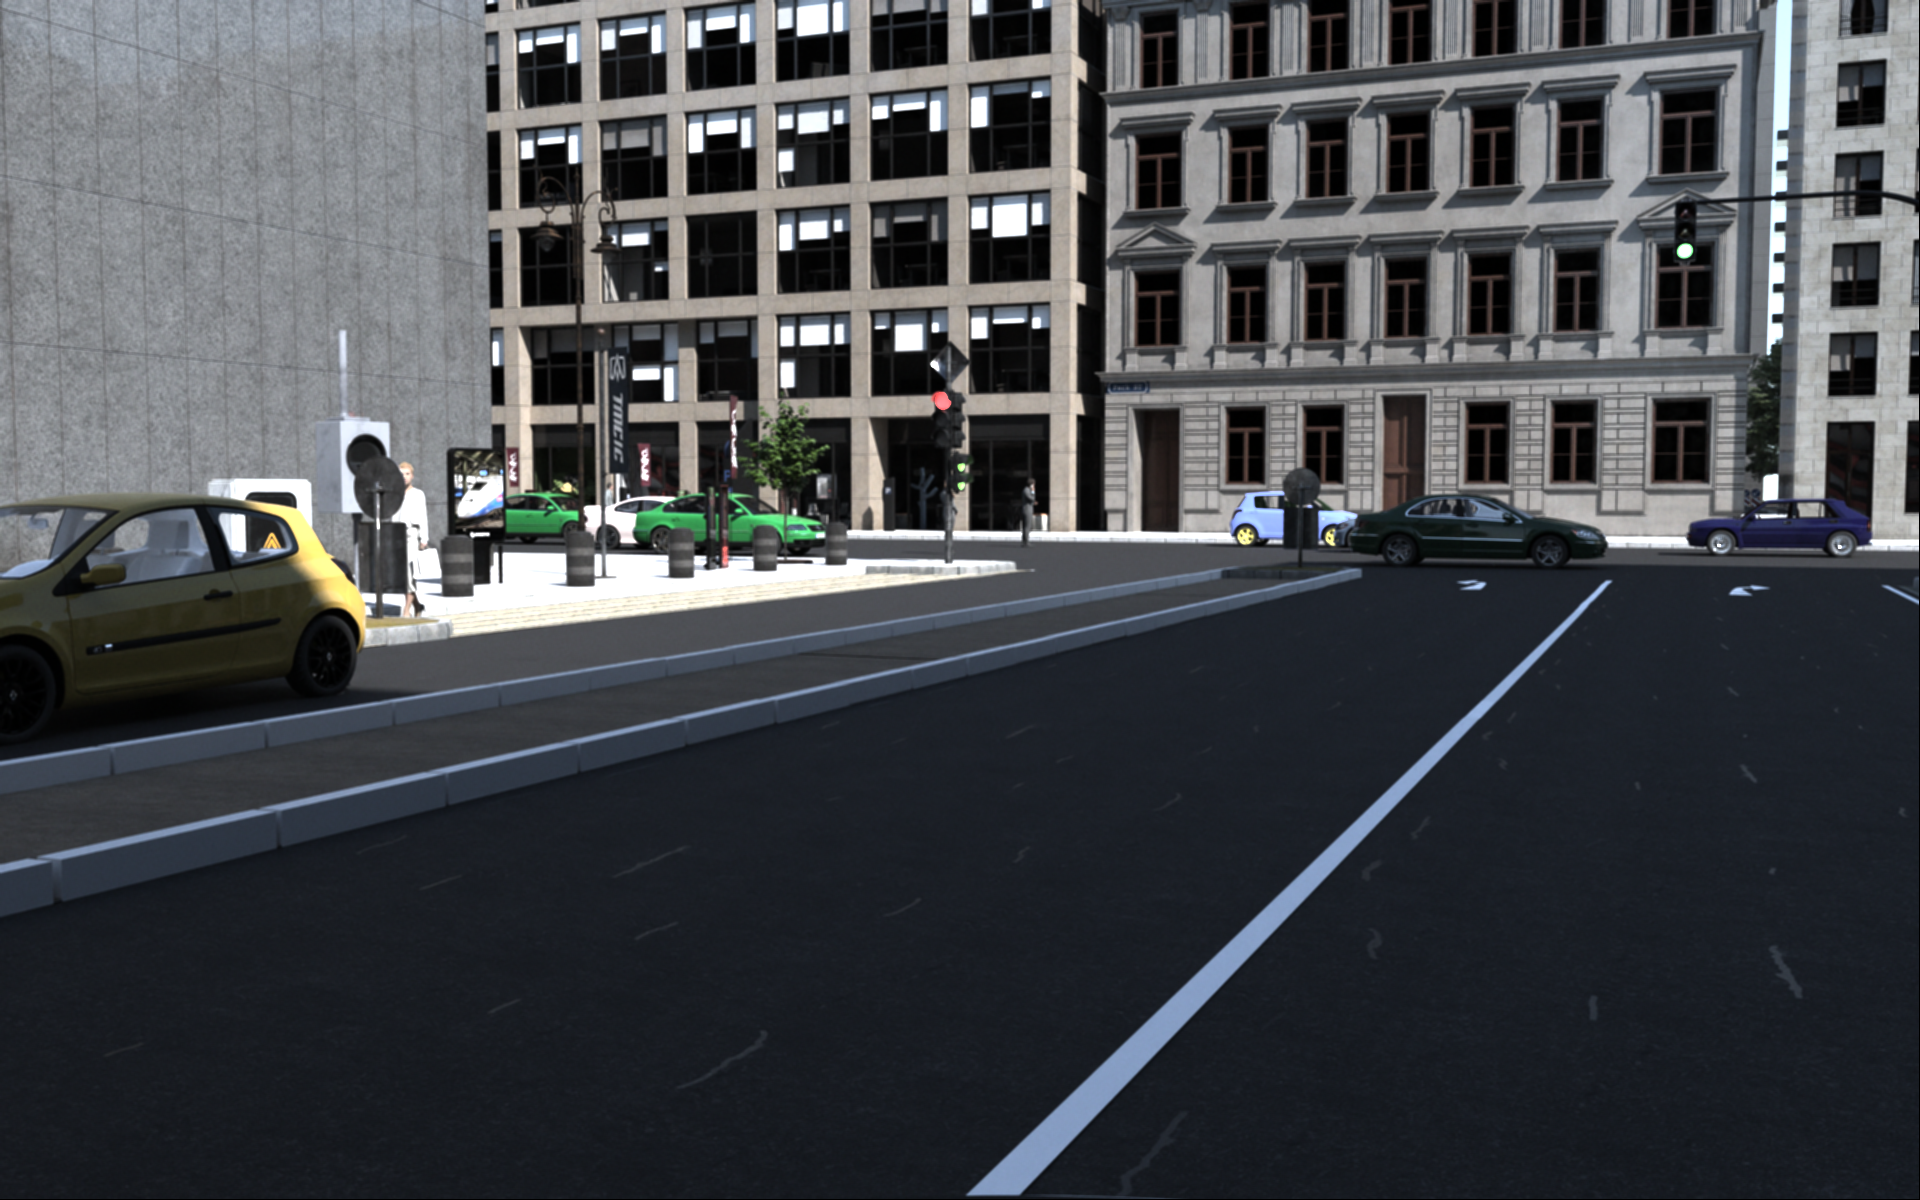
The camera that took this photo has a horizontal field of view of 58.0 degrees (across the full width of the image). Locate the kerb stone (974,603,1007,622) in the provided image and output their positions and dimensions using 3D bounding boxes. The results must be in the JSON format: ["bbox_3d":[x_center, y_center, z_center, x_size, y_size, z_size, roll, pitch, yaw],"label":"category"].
[{"bbox_3d":[0.271,0.155,19.661,0.120,0.150,1.000,1,4,23],"label":"kerb stone"}]

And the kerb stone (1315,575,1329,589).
[{"bbox_3d":[5.436,-0.257,26.427,0.120,0.150,1.000,1,4,23],"label":"kerb stone"}]

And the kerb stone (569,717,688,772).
[{"bbox_3d":[-1.812,0.783,9.396,0.120,0.150,1.000,1,4,23],"label":"kerb stone"}]

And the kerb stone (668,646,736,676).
[{"bbox_3d":[-2.139,0.508,14.001,0.120,0.150,1.000,1,4,23],"label":"kerb stone"}]

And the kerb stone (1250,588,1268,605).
[{"bbox_3d":[3.821,-0.025,22.647,0.120,0.150,1.000,1,4,23],"label":"kerb stone"}]

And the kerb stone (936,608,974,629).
[{"bbox_3d":[-0.127,0.213,18.716,0.120,0.150,1.000,1,4,23],"label":"kerb stone"}]

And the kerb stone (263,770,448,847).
[{"bbox_3d":[-2.610,0.898,7.508,0.120,0.150,1.000,1,4,23],"label":"kerb stone"}]

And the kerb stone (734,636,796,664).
[{"bbox_3d":[-1.732,0.444,14.941,0.120,0.150,1.000,1,4,23],"label":"kerb stone"}]

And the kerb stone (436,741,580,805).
[{"bbox_3d":[-2.213,0.841,8.452,0.120,0.150,1.000,1,4,23],"label":"kerb stone"}]

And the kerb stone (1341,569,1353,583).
[{"bbox_3d":[6.235,-0.375,28.321,0.120,0.150,1.000,1,4,23],"label":"kerb stone"}]

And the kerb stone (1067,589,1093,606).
[{"bbox_3d":[1.476,-0.018,22.492,0.120,0.150,1.000,1,4,23],"label":"kerb stone"}]

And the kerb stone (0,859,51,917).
[{"bbox_3d":[-3.419,1.014,5.613,0.120,0.150,1.000,1,4,23],"label":"kerb stone"}]

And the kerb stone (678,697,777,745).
[{"bbox_3d":[-1.407,0.724,10.353,0.120,0.150,1.000,1,4,23],"label":"kerb stone"}]

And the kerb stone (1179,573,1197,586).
[{"bbox_3d":[3.493,-0.307,27.222,0.120,0.150,1.000,1,4,23],"label":"kerb stone"}]

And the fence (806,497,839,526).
[{"bbox_3d":[-4.602,-2.860,57.972,0.480,1.192,2.264,-2,4,-35],"label":"fence"}]

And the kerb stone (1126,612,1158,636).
[{"bbox_3d":[1.819,0.262,17.916,0.120,0.150,1.000,1,4,23],"label":"kerb stone"}]

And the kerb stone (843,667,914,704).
[{"bbox_3d":[-0.607,0.610,12.240,0.120,0.150,1.000,1,4,23],"label":"kerb stone"}]

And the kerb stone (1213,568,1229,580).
[{"bbox_3d":[4.296,-0.423,29.113,0.120,0.150,1.000,1,4,23],"label":"kerb stone"}]

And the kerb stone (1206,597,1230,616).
[{"bbox_3d":[3.020,0.088,20.751,0.120,0.150,1.000,1,4,23],"label":"kerb stone"}]

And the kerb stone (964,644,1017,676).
[{"bbox_3d":[0.211,0.494,14.136,0.120,0.150,1.000,1,4,23],"label":"kerb stone"}]

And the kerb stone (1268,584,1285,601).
[{"bbox_3d":[4.225,-0.076,23.589,0.120,0.150,1.000,1,4,23],"label":"kerb stone"}]

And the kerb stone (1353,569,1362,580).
[{"bbox_3d":[6.642,-0.433,29.278,0.120,0.150,1.000,1,4,23],"label":"kerb stone"}]

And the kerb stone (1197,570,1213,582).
[{"bbox_3d":[3.887,-0.357,28.168,0.120,0.150,1.000,1,4,23],"label":"kerb stone"}]

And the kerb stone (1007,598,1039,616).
[{"bbox_3d":[0.682,0.098,20.601,0.120,0.150,1.000,1,4,23],"label":"kerb stone"}]

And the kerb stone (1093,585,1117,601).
[{"bbox_3d":[1.877,-0.076,23.438,0.120,0.150,1.000,1,4,23],"label":"kerb stone"}]

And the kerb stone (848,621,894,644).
[{"bbox_3d":[-0.934,0.332,16.830,0.120,0.150,1.000,1,4,23],"label":"kerb stone"}]

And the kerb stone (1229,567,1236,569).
[{"bbox_3d":[4.692,-0.478,30.058,0.120,0.150,1.000,1,4,23],"label":"kerb stone"}]

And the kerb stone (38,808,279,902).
[{"bbox_3d":[-3.014,0.956,6.565,0.120,0.150,1.000,1,4,23],"label":"kerb stone"}]

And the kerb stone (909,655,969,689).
[{"bbox_3d":[-0.202,0.554,13.185,0.120,0.150,1.000,1,4,23],"label":"kerb stone"}]

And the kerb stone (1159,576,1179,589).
[{"bbox_3d":[3.086,-0.249,26.281,0.120,0.150,1.000,1,4,23],"label":"kerb stone"}]

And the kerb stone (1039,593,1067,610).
[{"bbox_3d":[1.071,0.041,21.551,0.120,0.150,1.000,1,4,23],"label":"kerb stone"}]

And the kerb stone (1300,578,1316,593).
[{"bbox_3d":[5.032,-0.197,25.484,0.120,0.150,1.000,1,4,23],"label":"kerb stone"}]

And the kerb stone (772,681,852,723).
[{"bbox_3d":[-0.997,0.669,11.293,0.120,0.150,1.000,1,4,23],"label":"kerb stone"}]

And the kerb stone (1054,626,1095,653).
[{"bbox_3d":[1.010,0.377,16.028,0.120,0.150,1.000,1,4,23],"label":"kerb stone"}]

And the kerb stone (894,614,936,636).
[{"bbox_3d":[-0.532,0.272,17.775,0.120,0.150,1.000,1,4,23],"label":"kerb stone"}]

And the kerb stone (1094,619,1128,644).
[{"bbox_3d":[1.409,0.319,16.977,0.120,0.150,1.000,1,4,23],"label":"kerb stone"}]

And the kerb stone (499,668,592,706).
[{"bbox_3d":[-2.935,0.617,12.108,0.120,0.150,1.000,1,4,23],"label":"kerb stone"}]

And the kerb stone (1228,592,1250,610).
[{"bbox_3d":[3.422,0.031,21.693,0.120,0.150,1.000,1,4,23],"label":"kerb stone"}]

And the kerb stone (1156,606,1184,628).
[{"bbox_3d":[2.217,0.204,18.865,0.120,0.150,1.000,1,4,23],"label":"kerb stone"}]

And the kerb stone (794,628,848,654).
[{"bbox_3d":[-1.331,0.386,15.884,0.120,0.150,1.000,1,4,23],"label":"kerb stone"}]

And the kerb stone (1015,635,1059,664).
[{"bbox_3d":[0.610,0.440,15.080,0.120,0.150,1.000,1,4,23],"label":"kerb stone"}]

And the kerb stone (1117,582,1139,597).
[{"bbox_3d":[2.280,-0.135,24.395,0.120,0.150,1.000,1,4,23],"label":"kerb stone"}]

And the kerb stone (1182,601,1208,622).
[{"bbox_3d":[2.613,0.146,19.810,0.120,0.150,1.000,1,4,23],"label":"kerb stone"}]

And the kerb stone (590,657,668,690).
[{"bbox_3d":[-2.543,0.559,13.055,0.120,0.150,1.000,1,4,23],"label":"kerb stone"}]

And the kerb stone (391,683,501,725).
[{"bbox_3d":[-3.341,0.675,11.165,0.120,0.150,1.000,1,4,23],"label":"kerb stone"}]

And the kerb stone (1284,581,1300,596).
[{"bbox_3d":[4.623,-0.144,24.544,0.120,0.150,1.000,1,4,23],"label":"kerb stone"}]

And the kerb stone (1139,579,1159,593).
[{"bbox_3d":[2.677,-0.192,25.342,0.120,0.150,1.000,1,4,23],"label":"kerb stone"}]

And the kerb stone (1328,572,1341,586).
[{"bbox_3d":[5.830,-0.317,27.378,0.120,0.150,1.000,1,4,23],"label":"kerb stone"}]
